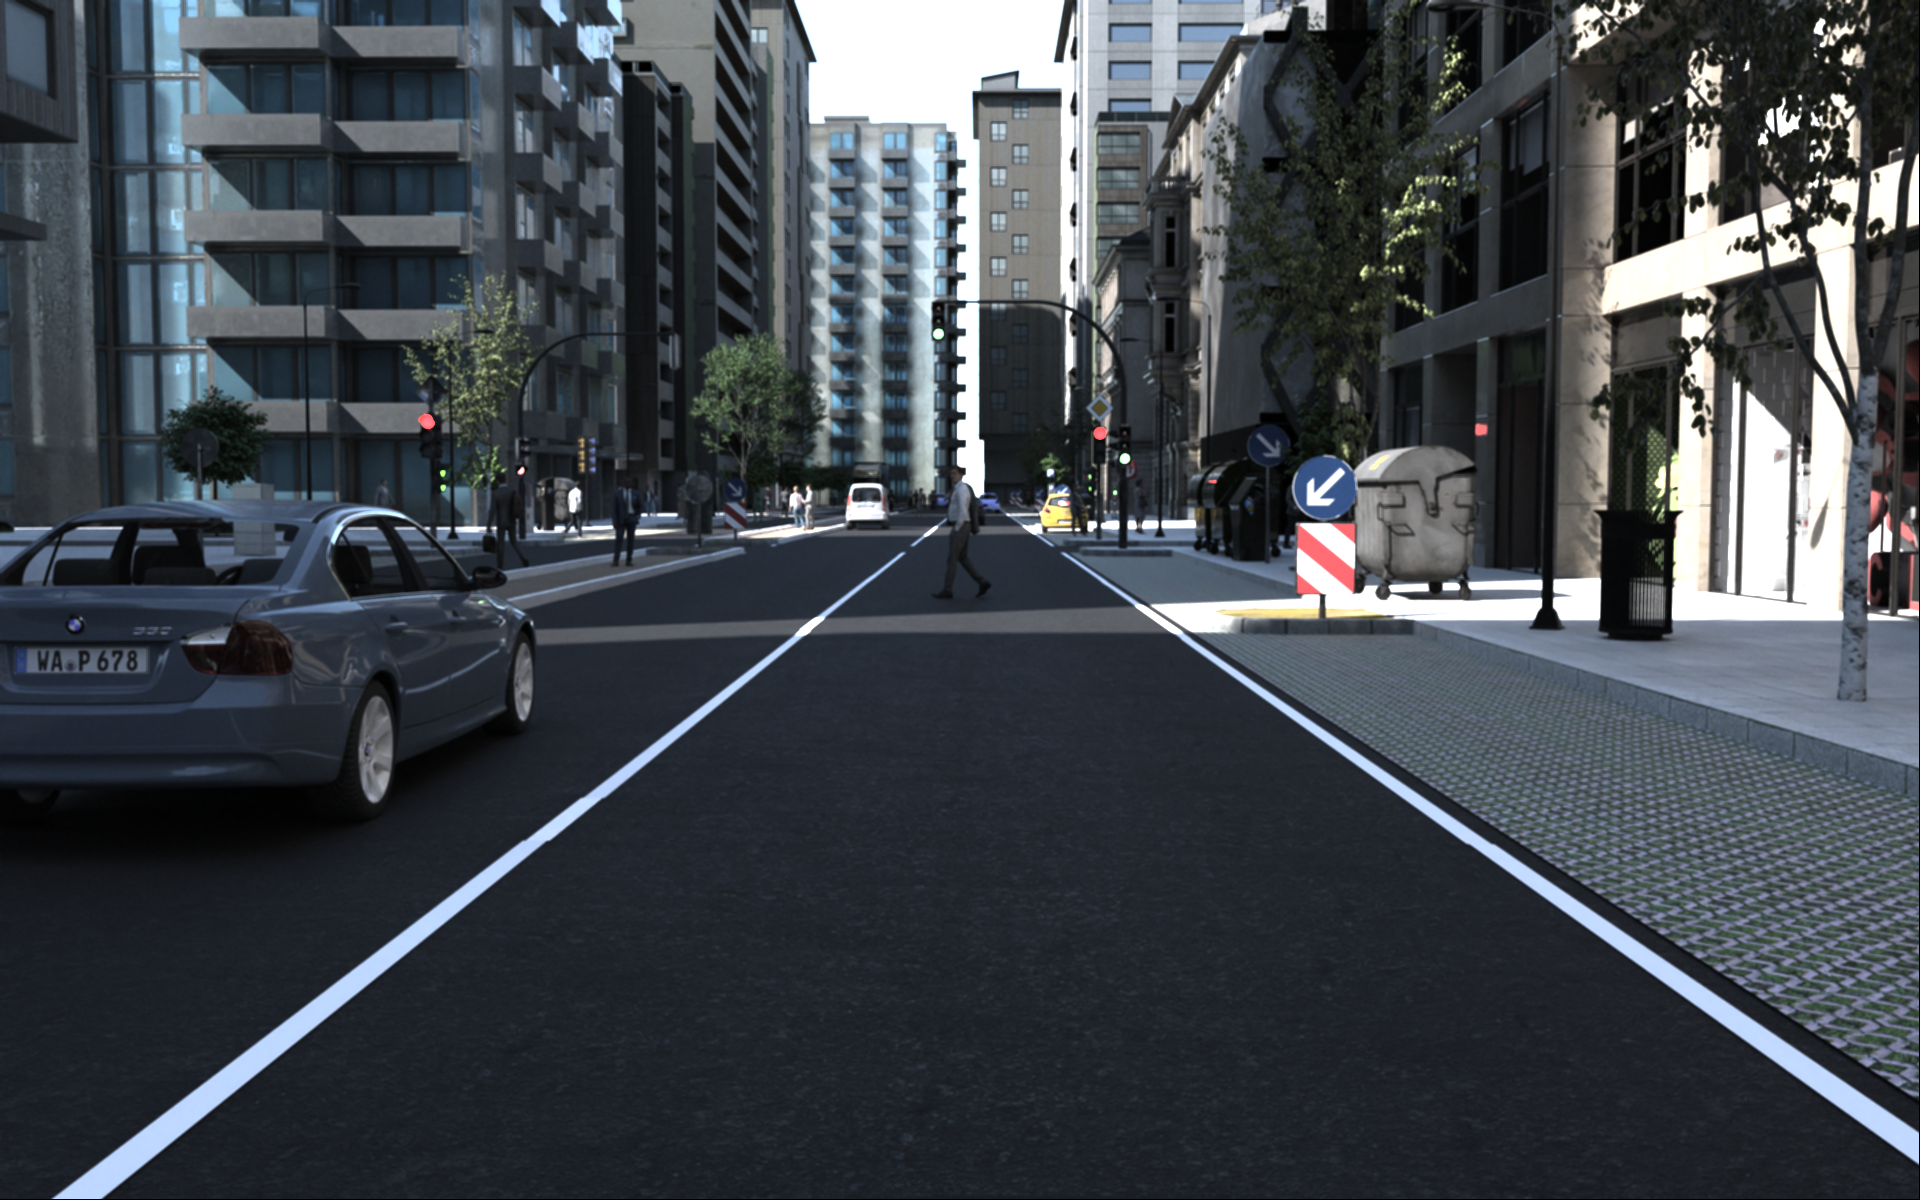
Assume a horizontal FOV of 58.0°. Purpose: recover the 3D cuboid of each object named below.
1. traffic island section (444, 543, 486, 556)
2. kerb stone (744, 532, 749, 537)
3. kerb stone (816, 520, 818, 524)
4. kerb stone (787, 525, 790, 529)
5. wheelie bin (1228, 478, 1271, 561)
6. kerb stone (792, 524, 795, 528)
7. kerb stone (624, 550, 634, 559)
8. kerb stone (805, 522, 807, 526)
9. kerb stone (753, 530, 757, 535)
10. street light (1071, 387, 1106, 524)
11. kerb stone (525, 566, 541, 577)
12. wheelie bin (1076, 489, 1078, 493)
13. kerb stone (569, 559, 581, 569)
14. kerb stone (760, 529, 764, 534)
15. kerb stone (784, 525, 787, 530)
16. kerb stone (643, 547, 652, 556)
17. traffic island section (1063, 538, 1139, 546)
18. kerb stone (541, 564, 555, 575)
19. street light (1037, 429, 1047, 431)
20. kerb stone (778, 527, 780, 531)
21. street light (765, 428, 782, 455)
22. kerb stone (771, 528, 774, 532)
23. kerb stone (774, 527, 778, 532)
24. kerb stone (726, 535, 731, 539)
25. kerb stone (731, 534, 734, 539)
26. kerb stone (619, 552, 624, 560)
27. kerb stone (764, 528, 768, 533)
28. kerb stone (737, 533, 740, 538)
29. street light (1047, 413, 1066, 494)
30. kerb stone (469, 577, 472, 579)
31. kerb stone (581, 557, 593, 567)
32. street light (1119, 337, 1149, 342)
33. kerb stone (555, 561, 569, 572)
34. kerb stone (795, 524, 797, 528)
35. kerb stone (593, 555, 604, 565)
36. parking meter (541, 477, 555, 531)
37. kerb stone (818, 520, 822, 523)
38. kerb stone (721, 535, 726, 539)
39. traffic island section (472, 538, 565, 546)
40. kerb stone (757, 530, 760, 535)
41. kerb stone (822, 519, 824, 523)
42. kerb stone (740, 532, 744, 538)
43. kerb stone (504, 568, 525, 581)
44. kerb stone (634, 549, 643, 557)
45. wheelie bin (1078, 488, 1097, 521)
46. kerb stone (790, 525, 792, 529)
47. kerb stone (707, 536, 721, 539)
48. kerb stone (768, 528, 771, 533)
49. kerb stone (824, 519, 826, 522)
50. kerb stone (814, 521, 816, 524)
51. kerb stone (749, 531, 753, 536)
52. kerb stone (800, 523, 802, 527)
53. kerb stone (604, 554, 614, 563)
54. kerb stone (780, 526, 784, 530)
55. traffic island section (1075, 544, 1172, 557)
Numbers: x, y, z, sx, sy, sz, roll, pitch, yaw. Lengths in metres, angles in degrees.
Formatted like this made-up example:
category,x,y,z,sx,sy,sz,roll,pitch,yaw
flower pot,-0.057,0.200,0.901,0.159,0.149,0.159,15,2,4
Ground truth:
category,x,y,z,sx,sy,sz,roll,pitch,yaw
traffic island section,-12.486,-1.147,41.028,2.009,0.180,2.903,0,4,1
kerb stone,-7.182,-2.138,57.181,0.120,0.150,1.000,0,4,1
kerb stone,-6.920,-3.647,81.821,0.120,0.150,1.000,0,4,1
kerb stone,-7.055,-2.890,69.504,0.120,0.150,1.000,0,4,1
wheelie bin,5.573,-1.553,33.293,0.693,1.594,0.980,-1,4,-10
kerb stone,-7.041,-3.019,71.548,0.120,0.150,1.000,0,4,1
kerb stone,-7.385,-0.971,38.125,0.120,0.150,1.000,0,4,1
kerb stone,-6.981,-3.328,76.697,0.120,0.150,1.000,0,4,1
kerb stone,-7.160,-2.265,59.228,0.120,0.150,1.000,0,4,1
street light,5.688,-6.295,75.460,1.470,5.913,1.316,0,4,1
kerb stone,-7.475,-0.473,29.923,0.120,0.150,1.000,0,4,1
wheelie bin,6.386,-5.167,92.390,0.980,1.594,0.693,2,4,34
kerb stone,-7.437,-0.661,33.004,0.120,0.150,1.000,0,4,1
kerb stone,-7.152,-2.390,61.277,0.120,0.150,1.000,0,4,1
kerb stone,-7.066,-2.831,68.482,0.120,0.150,1.000,0,4,1
kerb stone,-7.360,-1.099,40.168,0.120,0.150,1.000,0,4,1
traffic island section,3.939,-1.624,48.836,2.009,0.180,2.903,0,4,1
kerb stone,-7.459,-0.532,30.945,0.120,0.150,1.000,0,4,1
street light,6.208,-9.254,123.849,1.470,5.913,1.316,0,4,1
kerb stone,-7.103,-2.702,66.423,0.120,0.150,1.000,0,4,1
street light,-13.065,-9.097,121.269,1.470,5.913,1.316,0,4,1
kerb stone,-7.114,-2.579,64.367,0.120,0.150,1.000,0,4,1
kerb stone,-7.097,-2.642,65.394,0.120,0.150,1.000,0,4,1
kerb stone,-7.236,-1.888,53.077,0.120,0.150,1.000,0,4,1
kerb stone,-7.219,-1.951,54.100,0.120,0.150,1.000,0,4,1
kerb stone,-7.405,-0.909,37.101,0.120,0.150,1.000,0,4,1
kerb stone,-7.131,-2.447,62.306,0.120,0.150,1.000,0,4,1
kerb stone,-7.209,-2.014,55.126,0.120,0.150,1.000,0,4,1
street light,5.942,-7.788,99.870,1.470,5.913,1.316,0,4,1
kerb stone,-7.515,-0.285,26.849,0.120,0.150,1.000,0,4,1
kerb stone,-7.433,-0.723,34.028,0.120,0.150,1.000,0,4,1
street light,5.421,-4.828,51.481,1.470,5.913,1.316,0,4,1
kerb stone,-7.452,-0.593,31.974,0.120,0.150,1.000,0,4,1
kerb stone,-7.027,-3.082,72.586,0.120,0.150,1.000,0,4,1
kerb stone,-7.426,-0.786,35.054,0.120,0.150,1.000,0,4,1
parking meter,-14.289,-3.324,60.062,0.399,1.863,0.255,-3,5,-41
kerb stone,-6.909,-3.772,83.866,0.120,0.150,1.000,0,4,1
kerb stone,-7.250,-1.826,52.055,0.120,0.150,1.000,0,4,1
traffic island section,-12.402,-1.635,49.013,2.009,0.180,2.903,0,4,1
kerb stone,-7.154,-2.324,60.251,0.120,0.150,1.000,0,4,1
kerb stone,-6.896,-3.834,84.894,0.120,0.150,1.000,0,4,1
kerb stone,-7.204,-2.071,56.153,0.120,0.150,1.000,0,4,1
kerb stone,-7.488,-0.410,28.901,0.120,0.150,1.000,0,4,1
kerb stone,-7.380,-1.037,39.147,0.120,0.150,1.000,0,4,1
wheelie bin,6.245,-4.642,83.809,0.693,1.594,0.980,1,4,14
kerb stone,-7.054,-2.952,70.526,0.120,0.150,1.000,0,4,1
kerb stone,-7.254,-1.762,51.025,0.120,0.150,1.000,0,4,1
kerb stone,-7.126,-2.516,63.327,0.120,0.150,1.000,0,4,1
kerb stone,-6.884,-3.898,85.920,0.120,0.150,1.000,0,4,1
kerb stone,-6.945,-3.584,80.796,0.120,0.150,1.000,0,4,1
kerb stone,-7.177,-2.202,58.206,0.120,0.150,1.000,0,4,1
kerb stone,-7.003,-3.208,74.646,0.120,0.150,1.000,0,4,1
kerb stone,-7.419,-0.849,36.078,0.120,0.150,1.000,0,4,1
kerb stone,-7.075,-2.768,67.453,0.120,0.150,1.000,0,4,1
traffic island section,3.854,-1.136,40.852,2.009,0.180,2.903,0,4,1
